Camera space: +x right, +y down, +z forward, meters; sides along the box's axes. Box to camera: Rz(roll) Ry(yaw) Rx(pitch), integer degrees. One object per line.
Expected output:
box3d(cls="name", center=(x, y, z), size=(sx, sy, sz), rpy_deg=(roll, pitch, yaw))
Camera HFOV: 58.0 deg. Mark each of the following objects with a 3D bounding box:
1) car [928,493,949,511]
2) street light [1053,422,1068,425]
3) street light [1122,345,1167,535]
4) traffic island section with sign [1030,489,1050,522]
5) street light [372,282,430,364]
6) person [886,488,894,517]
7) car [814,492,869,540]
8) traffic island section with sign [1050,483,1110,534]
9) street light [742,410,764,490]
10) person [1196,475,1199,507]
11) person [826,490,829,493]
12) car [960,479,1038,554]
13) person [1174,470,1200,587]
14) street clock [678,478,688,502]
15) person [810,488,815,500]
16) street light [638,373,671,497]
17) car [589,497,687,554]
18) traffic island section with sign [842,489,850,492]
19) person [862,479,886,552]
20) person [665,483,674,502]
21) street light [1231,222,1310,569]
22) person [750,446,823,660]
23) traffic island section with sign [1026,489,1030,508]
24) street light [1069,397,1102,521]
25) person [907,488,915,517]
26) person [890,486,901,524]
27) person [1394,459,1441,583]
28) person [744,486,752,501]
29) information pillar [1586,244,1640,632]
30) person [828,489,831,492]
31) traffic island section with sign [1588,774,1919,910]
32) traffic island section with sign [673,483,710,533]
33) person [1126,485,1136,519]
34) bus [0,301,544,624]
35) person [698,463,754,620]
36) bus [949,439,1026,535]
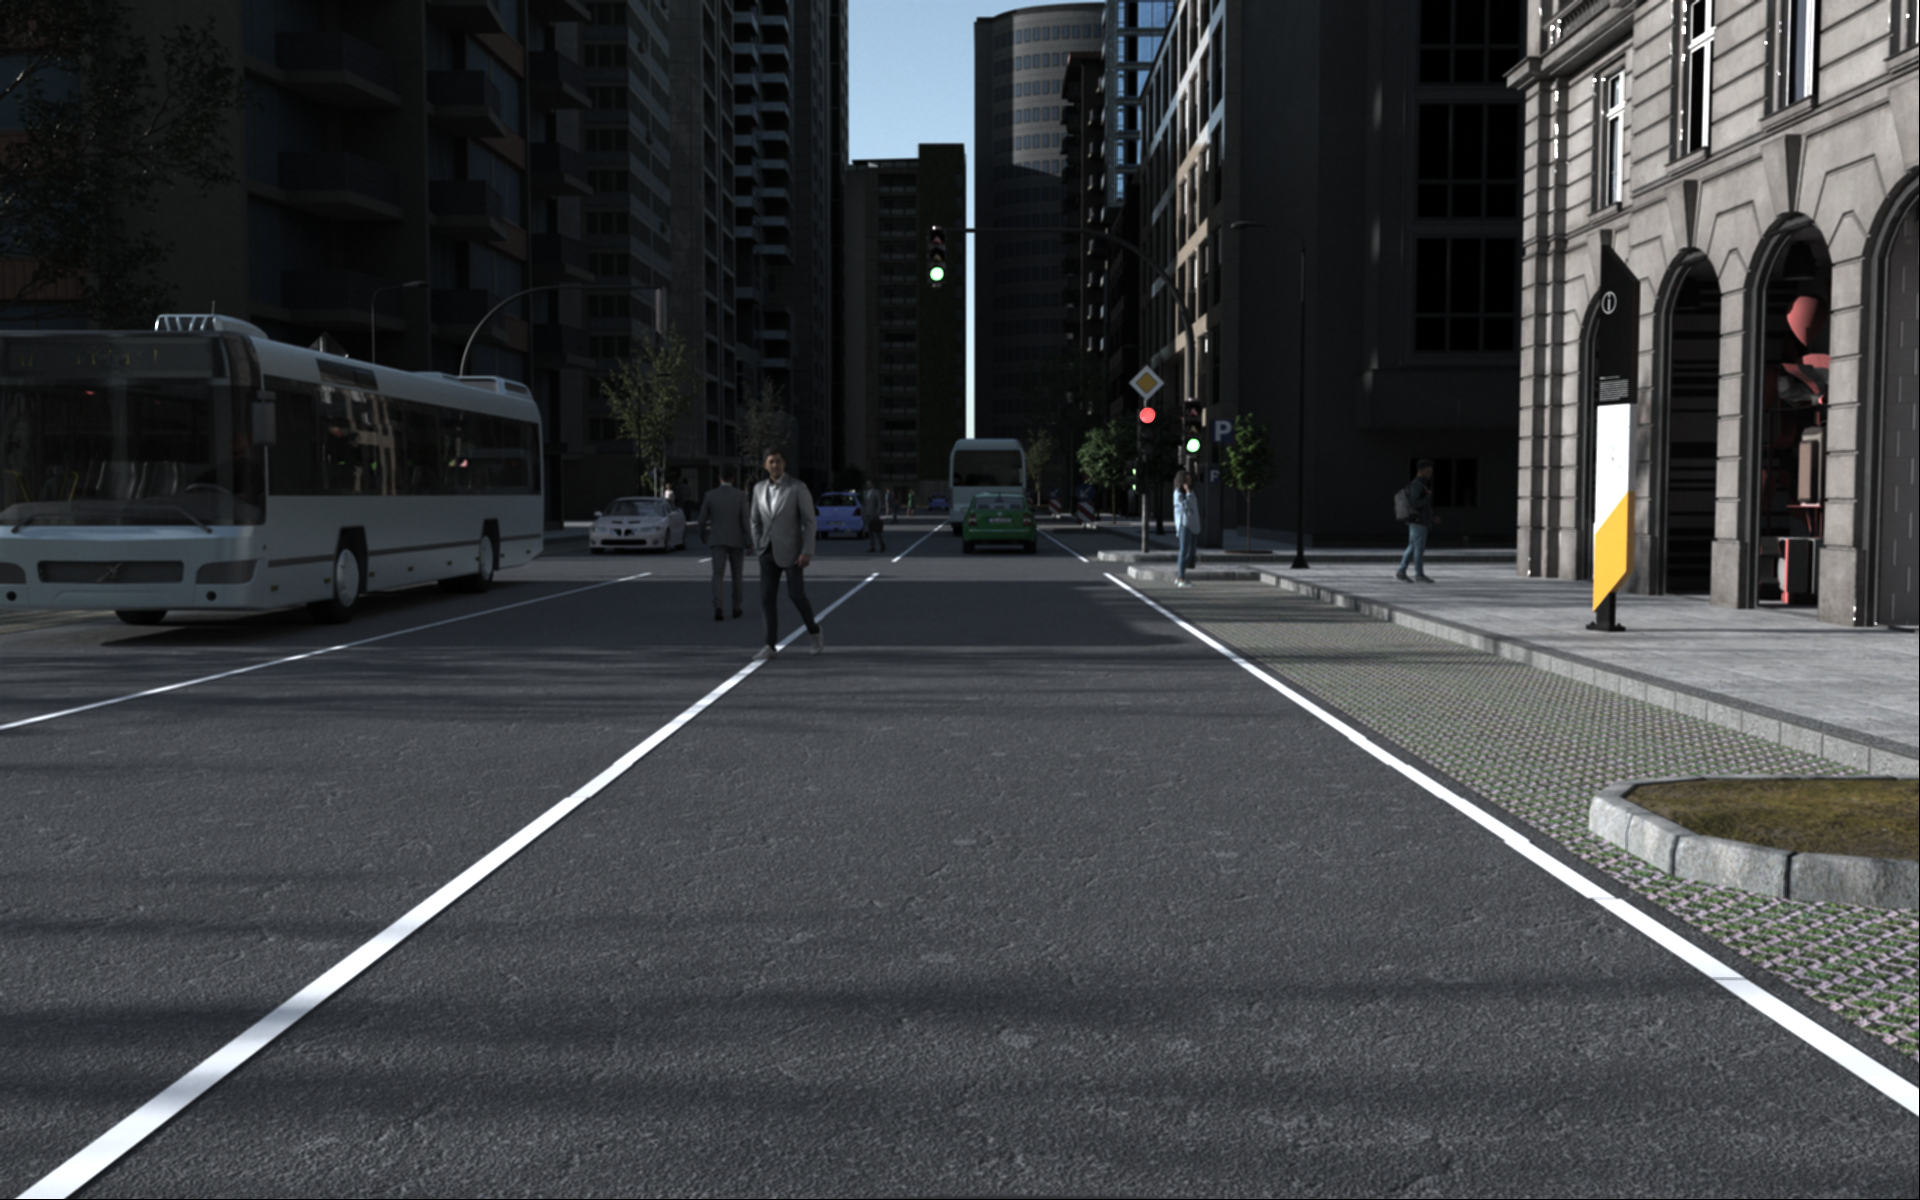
box3d(cls="car", center=(-1.813, -8.499, 148.552), size=(1.945, 1.707, 3.694), rpy_deg=(0, 3, 0))
box3d(cls="street light", center=(6.703, -8.538, 112.142), size=(1.470, 5.913, 1.316), rpy_deg=(0, 4, 1))
box3d(cls="street light", center=(5.763, -4.992, 54.158), size=(1.470, 5.913, 1.316), rpy_deg=(0, 4, 1))
box3d(cls="traffic island section with sign", center=(4.784, -4.984, 90.110), size=(1.989, 1.847, 2.006), rpy_deg=(0, 4, 1))
box3d(cls="street light", center=(-12.286, -4.005, 38.021), size=(1.470, 5.913, 1.316), rpy_deg=(0, 4, 1))
box3d(cls="person", center=(-4.339, -5.997, 106.571), size=(0.654, 1.822, 0.581), rpy_deg=(2, 4, 34))
box3d(cls="car", center=(-3.768, -2.813, 55.583), size=(1.945, 1.707, 3.694), rpy_deg=(0, 4, 2))
box3d(cls="traffic island section with sign", center=(4.418, -3.335, 63.158), size=(1.989, 1.847, 2.006), rpy_deg=(0, 4, 1))
box3d(cls="street light", center=(-11.480, -7.531, 95.666), size=(1.470, 5.913, 1.316), rpy_deg=(0, 4, 1))
box3d(cls="person", center=(6.412, -2.544, 47.759), size=(0.709, 1.813, 0.853), rpy_deg=(-1, 4, -9))
box3d(cls="person", center=(-13.086, -10.003, 171.067), size=(0.415, 1.643, 0.593), rpy_deg=(-1, 4, -17))
box3d(cls="car", center=(0.977, -2.091, 42.981), size=(1.959, 1.807, 4.718), rpy_deg=(0, 4, 1))
box3d(cls="person", center=(3.464, -1.095, 26.667), size=(0.793, 1.790, 0.793), rpy_deg=(0, 4, -5))
box3d(cls="street clock", center=(-12.483, -4.496, 78.087), size=(0.358, 2.002, 0.471), rpy_deg=(1, 4, 18))
box3d(cls="person", center=(-13.017, -8.926, 151.916), size=(0.705, 1.831, 1.348), rpy_deg=(1, 4, 10))
box3d(cls="street light", center=(-11.832, -5.768, 66.843), size=(1.470, 5.913, 1.316), rpy_deg=(0, 4, 1))
box3d(cls="car", center=(-7.938, -1.876, 43.041), size=(2.083, 1.381, 4.827), rpy_deg=(0, 4, 0))
box3d(cls="traffic island section with sign", center=(-9.162, -8.022, 139.789), size=(1.989, 1.847, 2.006), rpy_deg=(0, 4, 1))
box3d(cls="person", center=(-2.173, -2.092, 42.829), size=(0.709, 1.813, 0.853), rpy_deg=(2, 4, 29))
box3d(cls="person", center=(-12.473, -4.128, 74.211), size=(0.731, 1.740, 0.598), rpy_deg=(1, 4, 21))
box3d(cls="street light", center=(5.326, -3.497, 29.709), size=(1.470, 5.913, 1.316), rpy_deg=(0, 4, 1))
box3d(cls="person", center=(-1.531, -0.417, 15.166), size=(0.661, 1.843, 0.795), rpy_deg=(2, 4, 25))
box3d(cls="traffic island section with sign", center=(5.457, -8.023, 139.801), size=(1.989, 1.847, 2.006), rpy_deg=(0, 4, 1))
box3d(cls="street light", center=(6.084, -6.755, 82.981), size=(1.470, 5.913, 1.316), rpy_deg=(0, 4, 1))
box3d(cls="person", center=(-3.107, -6.202, 110.144), size=(0.529, 1.795, 0.600), rpy_deg=(0, 4, -8))
box3d(cls="person", center=(-3.095, -4.591, 83.578), size=(0.555, 1.821, 0.388), rpy_deg=(-2, 4, -35))
box3d(cls="person", center=(6.609, -1.135, 24.951), size=(0.721, 1.781, 0.623), rpy_deg=(0, 4, 4))
box3d(cls="person", center=(-13.470, -6.353, 109.894), size=(0.794, 1.824, 0.713), rpy_deg=(2, 4, 28))
box3d(cls="information pillar", center=(6.097, -1.514, 16.109), size=(0.183, 3.616, 0.504), rpy_deg=(-1, 4, -16))
box3d(cls="person", center=(-12.345, -9.638, 163.767), size=(0.705, 1.807, 1.348), rpy_deg=(0, 4, 2))
box3d(cls="traffic island section with sign", center=(3.652, 0.109, 6.850), size=(1.989, 1.847, 2.006), rpy_deg=(0, 4, 1))
box3d(cls="traffic island section with sign", center=(-10.192, -3.353, 63.456), size=(1.989, 1.847, 2.006), rpy_deg=(0, 4, 1))
box3d(cls="person", center=(8.650, -4.977, 87.642), size=(0.478, 1.798, 0.641), rpy_deg=(-2, 4, -29))
box3d(cls="bus", center=(-8.033, -1.653, 21.882), size=(2.948, 3.499, 13.247), rpy_deg=(0, 4, -1))
box3d(cls="person", center=(-2.681, -0.677, 19.843), size=(0.678, 1.792, 0.850), rpy_deg=(0, 4, -1))
box3d(cls="bus", center=(1.011, -4.239, 64.170), size=(2.948, 3.499, 13.247), rpy_deg=(0, 4, 1))
